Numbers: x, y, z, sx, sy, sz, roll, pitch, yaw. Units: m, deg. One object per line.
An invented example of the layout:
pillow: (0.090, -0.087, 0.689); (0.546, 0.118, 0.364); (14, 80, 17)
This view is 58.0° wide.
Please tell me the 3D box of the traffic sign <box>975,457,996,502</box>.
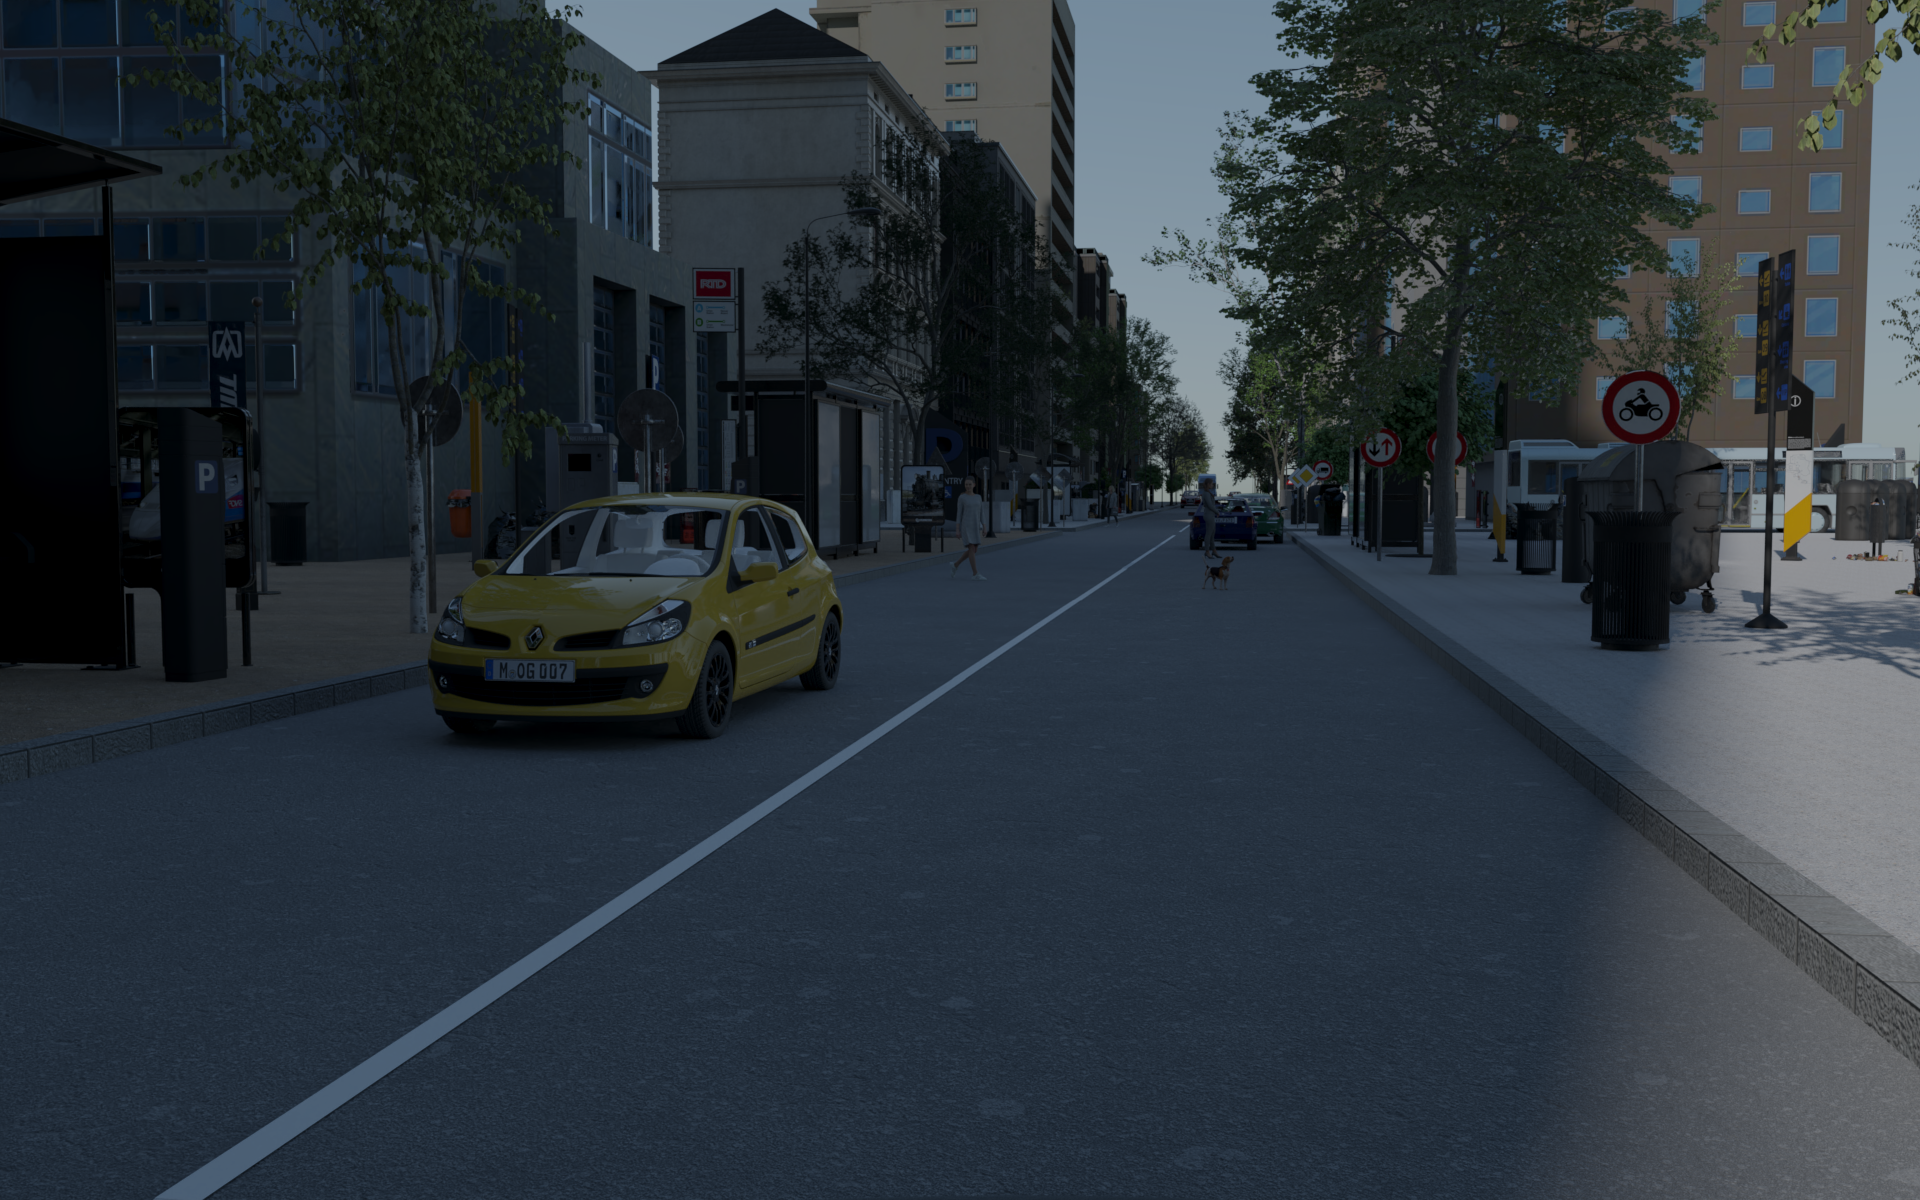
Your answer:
traffic sign: (0.874, -3.670, 60.117); (0.768, 2.556, 0.104); (1, 4, 18)

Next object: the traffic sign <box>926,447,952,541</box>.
traffic sign: (-0.656, -2.913, 47.639); (0.884, 2.594, 0.081); (1, 4, 16)

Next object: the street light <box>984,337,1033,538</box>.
street light: (1.438, -4.776, 50.627); (1.470, 5.913, 1.316); (1, 4, 9)

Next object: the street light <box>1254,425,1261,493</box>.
street light: (20.853, -8.847, 117.187); (1.470, 5.913, 1.316); (1, 4, 9)

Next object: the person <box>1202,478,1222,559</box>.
person: (5.633, -1.816, 38.469); (0.573, 1.790, 0.520); (-1, 4, -13)

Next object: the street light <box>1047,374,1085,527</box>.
street light: (4.124, -5.795, 67.288); (1.470, 5.913, 1.316); (1, 4, 9)

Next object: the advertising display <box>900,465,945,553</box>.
advertising display: (-0.816, -2.004, 37.973); (0.974, 1.923, 0.123); (0, 4, -6)

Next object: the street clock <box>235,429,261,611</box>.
street clock: (-7.881, -0.888, 19.087); (0.358, 2.002, 0.471); (-3, 5, -41)

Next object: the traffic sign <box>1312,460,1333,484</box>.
traffic sign: (13.498, -3.939, 64.507); (0.768, 2.556, 0.104); (1, 4, 13)

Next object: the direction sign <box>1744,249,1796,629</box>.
direction sign: (7.748, -1.501, 16.538); (0.379, 3.537, 0.876); (0, 4, 6)

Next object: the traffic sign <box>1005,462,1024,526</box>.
traffic sign: (2.141, -4.187, 68.559); (0.768, 2.556, 0.104); (1, 4, 18)

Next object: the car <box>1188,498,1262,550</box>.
car: (6.975, -2.025, 45.685); (1.945, 1.354, 3.894); (1, 4, 10)

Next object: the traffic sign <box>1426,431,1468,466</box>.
traffic sign: (9.412, -2.045, 33.540); (0.768, 2.556, 0.104); (1, 4, 14)

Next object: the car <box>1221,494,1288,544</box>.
car: (8.701, -2.436, 51.624); (2.131, 1.459, 4.920); (1, 4, 9)

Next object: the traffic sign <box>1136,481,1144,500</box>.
traffic sign: (14.245, -8.263, 137.228); (0.606, 2.300, 0.079); (1, 4, 17)

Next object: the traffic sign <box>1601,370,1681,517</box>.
traffic sign: (7.001, -1.086, 17.868); (0.768, 2.556, 0.104); (1, 4, 17)

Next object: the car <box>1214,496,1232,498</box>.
car: (11.854, -3.967, 77.445); (1.945, 1.354, 3.894); (1, 4, 9)

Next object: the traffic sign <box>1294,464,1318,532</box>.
traffic sign: (11.552, -3.313, 57.811); (0.795, 2.450, 0.064); (1, 4, 9)

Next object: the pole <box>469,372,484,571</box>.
pole: (-8.098, -2.150, 29.002); (0.158, 3.312, 0.155); (0, 3, 0)

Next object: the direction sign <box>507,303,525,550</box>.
direction sign: (-5.383, -1.777, 21.053); (0.379, 3.537, 0.876); (0, 4, -4)

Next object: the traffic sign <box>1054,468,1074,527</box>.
traffic sign: (4.031, -3.882, 67.114); (0.795, 2.450, 0.064); (1, 4, 9)

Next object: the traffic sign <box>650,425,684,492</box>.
traffic sign: (-4.950, -1.755, 28.800); (0.768, 2.556, 0.104); (1, 4, 19)

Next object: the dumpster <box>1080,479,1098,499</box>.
dumpster: (8.427, -6.611, 110.575); (1.502, 2.255, 1.985); (1, 4, 9)

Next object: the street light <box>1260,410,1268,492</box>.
street light: (17.485, -7.529, 95.635); (1.470, 5.913, 1.316); (1, 4, 9)

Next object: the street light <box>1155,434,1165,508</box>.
street light: (14.874, -9.858, 133.724); (1.470, 5.913, 1.316); (1, 4, 9)

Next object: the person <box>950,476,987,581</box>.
person: (0.124, -1.199, 28.861); (0.760, 1.731, 0.466); (2, 4, 30)

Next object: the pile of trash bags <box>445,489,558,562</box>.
pile of trash bags: (-8.650, -1.489, 34.102); (1.912, 1.369, 3.447); (2, 4, 33)

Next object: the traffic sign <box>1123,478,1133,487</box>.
traffic sign: (12.655, -7.994, 130.808); (0.768, 2.556, 0.104); (1, 4, 17)

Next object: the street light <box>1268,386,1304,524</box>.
street light: (14.035, -6.210, 74.079); (1.470, 5.913, 1.316); (1, 4, 9)

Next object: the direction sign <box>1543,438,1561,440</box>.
direction sign: (24.158, -4.819, 70.784); (0.379, 3.537, 0.876); (-2, 4, -29)

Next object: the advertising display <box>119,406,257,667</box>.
advertising display: (-5.741, -0.467, 12.854); (0.974, 1.923, 0.123); (0, 4, -2)

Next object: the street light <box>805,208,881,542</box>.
street light: (-1.968, -3.412, 28.321); (1.470, 5.913, 1.316); (1, 4, 9)

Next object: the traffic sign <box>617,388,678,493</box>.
traffic sign: (-3.775, -1.273, 20.920); (0.768, 2.556, 0.104); (1, 4, 9)

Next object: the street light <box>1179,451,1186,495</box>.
street light: (23.169, -13.041, 185.753); (1.470, 5.913, 1.316); (1, 4, 9)

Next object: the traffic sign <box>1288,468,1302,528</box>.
traffic sign: (12.811, -3.795, 65.697); (0.795, 2.450, 0.064); (1, 4, 9)

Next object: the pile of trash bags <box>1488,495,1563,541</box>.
pile of trash bags: (16.223, -2.343, 48.065); (1.912, 1.369, 3.447); (-1, 4, -15)

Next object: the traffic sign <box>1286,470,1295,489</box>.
traffic sign: (18.204, -5.767, 94.295); (0.884, 2.594, 0.081); (1, 4, 11)

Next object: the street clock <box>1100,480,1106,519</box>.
street clock: (7.238, -5.087, 87.736); (0.358, 2.002, 0.471); (0, 4, 2)

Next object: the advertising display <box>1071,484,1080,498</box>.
advertising display: (7.511, -6.735, 115.329); (0.974, 1.923, 0.123); (0, 4, -5)

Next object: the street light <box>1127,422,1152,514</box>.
street light: (11.436, -8.517, 111.802); (1.470, 5.913, 1.316); (1, 4, 9)

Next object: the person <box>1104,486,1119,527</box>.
person: (6.668, -4.079, 75.373); (0.728, 1.800, 0.709); (-2, 4, -35)

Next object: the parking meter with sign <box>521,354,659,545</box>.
parking meter with sign: (-4.700, -1.567, 21.884); (1.738, 3.016, 0.543); (0, 4, -1)

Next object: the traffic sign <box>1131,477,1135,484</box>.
traffic sign: (13.040, -8.061, 131.802); (0.884, 2.594, 0.081); (1, 4, 14)

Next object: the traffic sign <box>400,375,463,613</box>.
traffic sign: (-5.676, -1.129, 18.569); (0.768, 2.556, 0.104); (1, 4, 16)

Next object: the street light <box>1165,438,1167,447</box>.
street light: (16.227, -10.396, 142.515); (1.470, 5.913, 1.316); (1, 4, 9)

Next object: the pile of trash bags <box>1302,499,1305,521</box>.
pile of trash bags: (17.399, -4.403, 81.742); (3.447, 1.369, 1.912); (1, 4, 13)

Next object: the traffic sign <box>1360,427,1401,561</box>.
traffic sign: (8.020, -2.016, 33.069); (0.768, 2.556, 0.104); (1, 4, 15)

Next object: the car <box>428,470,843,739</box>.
car: (-2.012, -0.076, 11.471); (2.015, 1.641, 3.980); (1, 4, 11)

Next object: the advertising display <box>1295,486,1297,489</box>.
advertising display: (22.420, -6.760, 115.733); (0.123, 1.923, 0.974); (0, 4, 1)

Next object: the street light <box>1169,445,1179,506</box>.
street light: (19.725, -11.723, 164.213); (1.470, 5.913, 1.316); (1, 4, 9)

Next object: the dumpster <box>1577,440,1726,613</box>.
dumpster: (7.714, -0.833, 19.371); (1.264, 1.857, 1.865); (1, 4, 9)

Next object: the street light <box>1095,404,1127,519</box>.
street light: (7.749, -7.169, 89.761); (1.470, 5.913, 1.316); (1, 4, 9)

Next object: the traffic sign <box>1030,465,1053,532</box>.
traffic sign: (2.772, -3.400, 59.229); (0.795, 2.450, 0.064); (1, 4, 9)
